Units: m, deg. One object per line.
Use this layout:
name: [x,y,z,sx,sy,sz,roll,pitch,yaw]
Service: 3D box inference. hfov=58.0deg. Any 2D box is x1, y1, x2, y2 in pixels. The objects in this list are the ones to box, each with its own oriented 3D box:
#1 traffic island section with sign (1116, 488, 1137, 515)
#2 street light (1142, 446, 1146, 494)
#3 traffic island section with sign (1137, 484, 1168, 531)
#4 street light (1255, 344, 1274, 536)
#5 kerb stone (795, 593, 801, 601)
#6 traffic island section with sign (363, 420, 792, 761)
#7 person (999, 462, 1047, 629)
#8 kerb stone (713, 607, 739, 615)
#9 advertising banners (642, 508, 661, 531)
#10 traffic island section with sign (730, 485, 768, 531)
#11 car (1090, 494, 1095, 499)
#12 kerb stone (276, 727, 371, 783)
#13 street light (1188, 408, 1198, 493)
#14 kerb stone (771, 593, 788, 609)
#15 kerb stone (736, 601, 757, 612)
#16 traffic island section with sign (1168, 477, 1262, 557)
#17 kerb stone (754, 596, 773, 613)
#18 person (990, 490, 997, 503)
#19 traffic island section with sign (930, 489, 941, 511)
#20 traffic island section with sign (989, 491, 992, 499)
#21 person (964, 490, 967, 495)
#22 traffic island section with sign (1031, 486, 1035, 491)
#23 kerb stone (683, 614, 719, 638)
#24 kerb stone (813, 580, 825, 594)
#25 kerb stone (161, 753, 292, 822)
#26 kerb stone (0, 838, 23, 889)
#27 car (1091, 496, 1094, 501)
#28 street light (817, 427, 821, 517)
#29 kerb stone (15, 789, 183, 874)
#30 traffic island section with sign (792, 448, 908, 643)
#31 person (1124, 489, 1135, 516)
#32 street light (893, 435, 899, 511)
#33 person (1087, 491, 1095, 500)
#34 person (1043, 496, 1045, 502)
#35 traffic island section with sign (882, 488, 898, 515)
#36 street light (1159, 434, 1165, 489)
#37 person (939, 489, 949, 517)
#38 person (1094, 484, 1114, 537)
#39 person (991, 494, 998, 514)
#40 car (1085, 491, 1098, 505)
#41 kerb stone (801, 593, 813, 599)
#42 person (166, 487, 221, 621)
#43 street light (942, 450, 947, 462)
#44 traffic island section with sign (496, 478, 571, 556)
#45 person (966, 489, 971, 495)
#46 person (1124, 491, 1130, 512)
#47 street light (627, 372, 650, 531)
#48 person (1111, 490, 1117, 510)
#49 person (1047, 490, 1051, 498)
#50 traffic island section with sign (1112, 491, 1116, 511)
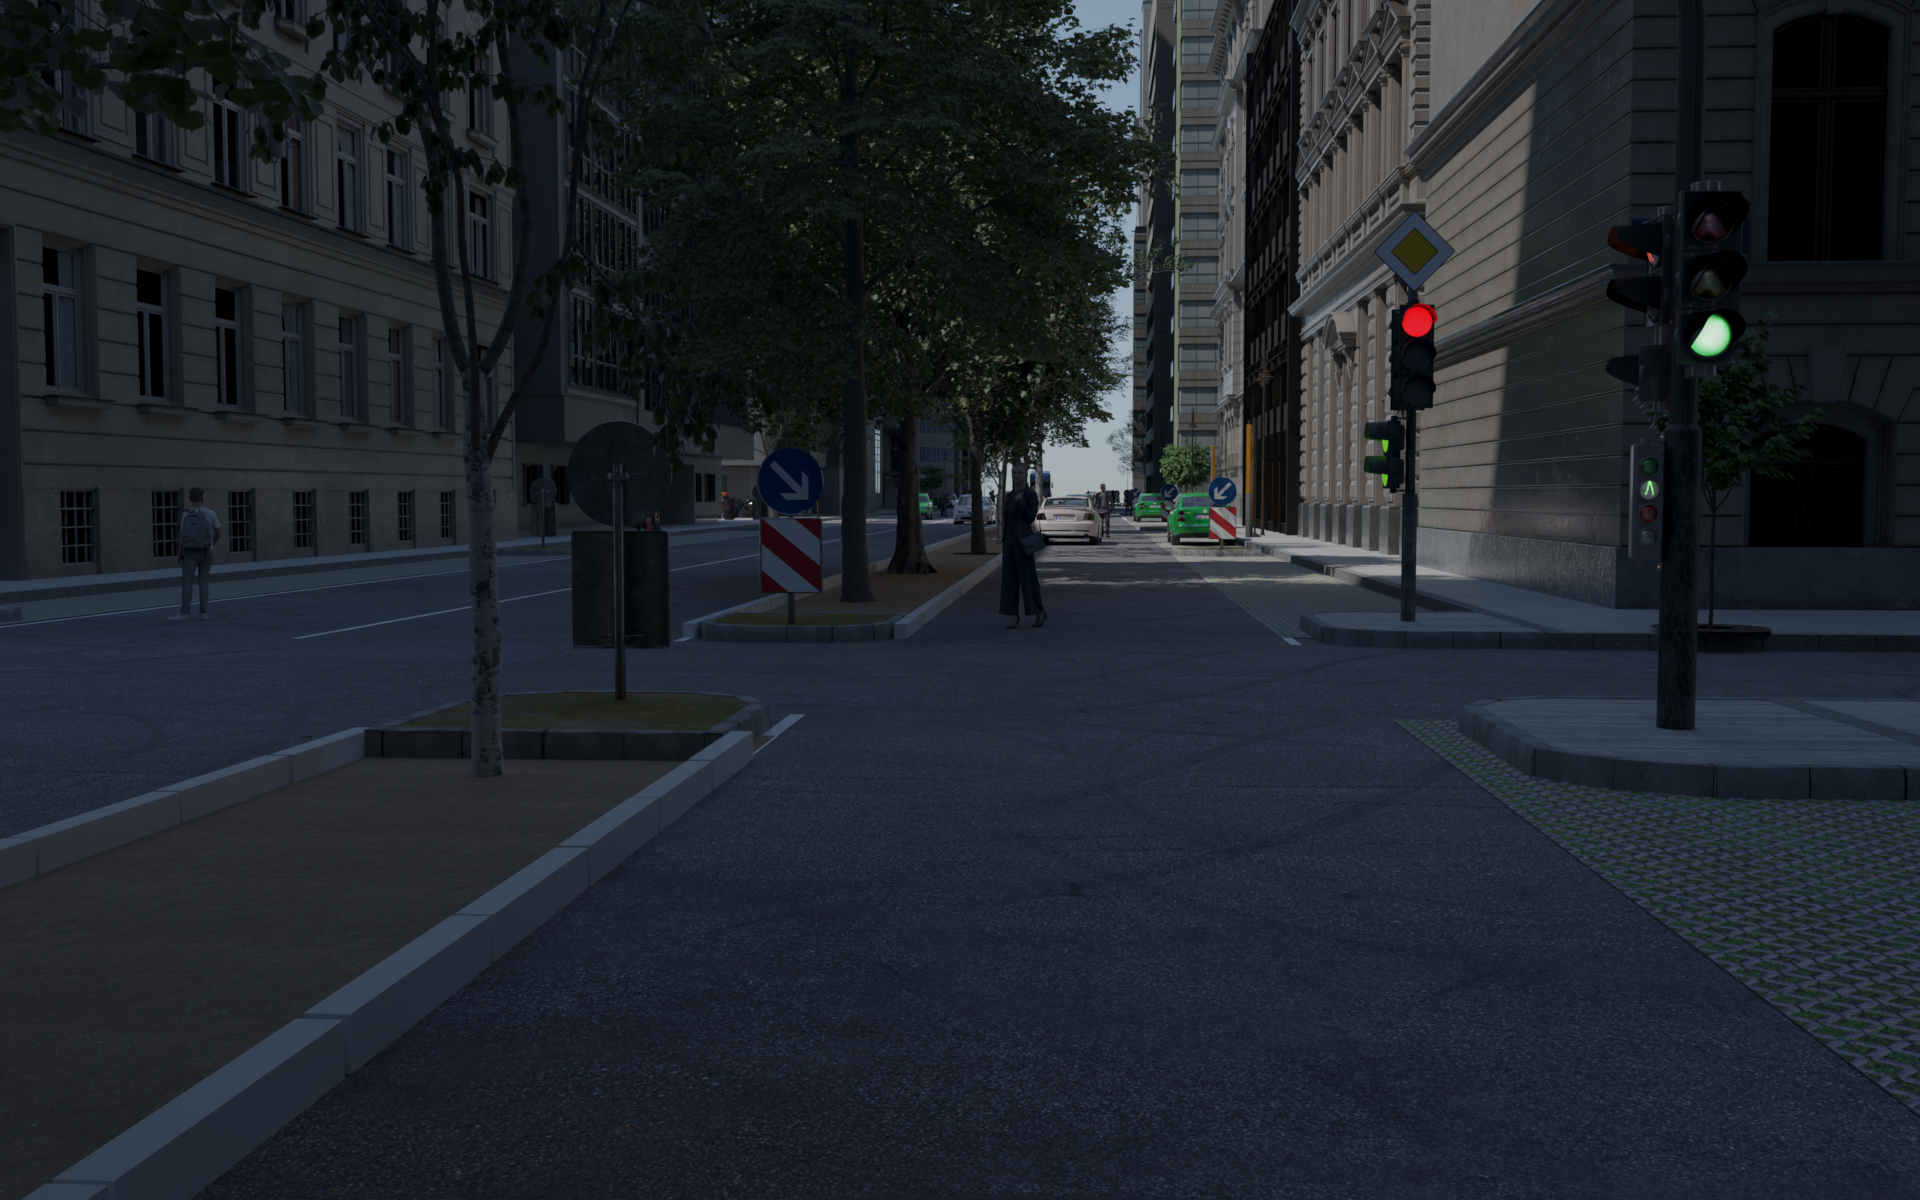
traffic island section with sign: [11.706,-6.593,116.423,1.989,1.847,2.006,0,4,4]
street light: [17.858,-11.922,167.706,0.468,5.910,1.993,0,4,4]
traffic island section with sign: [7.984,-3.584,67.229,1.989,1.847,2.006,0,4,4]
street light: [9.369,-4.934,53.452,0.468,5.910,1.993,0,4,4]
kerb stone: [-2.271,-0.036,22.815,0.120,0.150,1.000,0,4,4]
traffic island section with sign: [-2.177,-0.128,10.228,2.006,1.907,1.989,0,4,4]
person: [0.652,-0.589,18.557,0.576,1.772,0.534,2,4,29]
kerb stone: [-2.581,0.212,18.726,0.120,0.150,1.000,0,4,4]
advertising banners: [-10.232,-3.706,56.776,0.090,3.025,2.074,1,4,12]
traffic island section with sign: [-7.904,-3.643,68.188,1.989,1.847,2.006,0,4,4]
car: [15.646,-12.340,211.982,2.015,1.641,3.980,0,4,5]
kerb stone: [-3.303,0.806,9.028,0.120,0.150,1.000,0,4,4]
street light: [12.277,-7.258,91.461,0.468,5.910,1.993,0,4,4]
kerb stone: [-2.342,0.024,21.795,0.120,0.150,1.000,0,4,4]
kerb stone: [-2.500,0.150,19.749,0.120,0.150,1.000,0,4,4]
traffic island section with sign: [5.946,-1.940,40.350,1.989,1.847,2.006,0,4,4]
kerb stone: [-2.425,0.087,20.768,0.120,0.150,1.000,0,4,4]
person: [2.725,-7.863,137.776,0.721,1.736,1.217,-2,4,-29]
traffic island section with sign: [-2.138,-8.315,144.582,1.989,1.847,2.006,0,4,4]
traffic island section with sign: [4.155,-13.398,227.682,1.989,1.847,2.006,0,4,4]
person: [0.620,-8.406,146.653,0.721,1.743,1.217,1,4,18]
traffic island section with sign: [4.047,-5.162,92.540,2.006,1.907,1.989,0,4,4]
kerb stone: [-2.657,0.277,17.702,0.120,0.150,1.000,0,4,4]
kerb stone: [-2.112,-0.158,24.863,0.120,0.150,1.000,0,4,4]
kerb stone: [-3.388,0.868,7.996,0.120,0.150,1.000,0,4,4]
kerb stone: [-3.540,0.993,5.957,0.120,0.150,1.000,0,4,4]
car: [7.138,-5.522,102.280,2.014,1.417,4.499,0,4,6]
street light: [-7.824,-7.494,95.311,0.468,5.910,1.993,0,4,4]
kerb stone: [-3.462,0.933,6.976,0.120,0.150,1.000,0,4,4]
traffic island section with sign: [-1.609,-0.580,17.614,2.006,1.907,1.989,0,4,4]
person: [11.048,-6.371,113.118,0.683,1.767,0.568,0,4,-2]
street light: [-4.923,-9.847,133.778,0.468,5.910,1.993,0,4,4]
person: [11.080,-8.540,148.843,1.217,1.735,0.721,-2,4,-28]
person: [4.533,-5.599,100.056,0.705,1.823,1.348,-3,4,-36]
traffic island section with sign: [-4.179,-6.662,117.558,1.989,1.847,2.006,0,4,4]
street light: [15.097,-9.596,129.686,0.468,5.910,1.993,0,4,4]
person: [-0.978,-6.151,109.625,0.434,1.755,0.990,-3,4,-37]
person: [4.723,-2.932,56.837,0.661,1.777,0.834,0,4,-1]
person: [2.794,-7.006,123.763,1.217,1.743,0.721,1,4,11]
car: [17.677,-13.754,233.548,2.281,1.827,5.304,0,4,4]
kerb stone: [-2.196,-0.100,23.834,0.120,0.150,1.000,0,4,4]
person: [-8.671,-0.521,19.617,0.523,1.515,0.503,1,4,14]
street light: [-1.554,-12.565,178.220,0.468,5.910,1.993,0,4,4]
traffic island section with sign: [-9.980,-1.975,40.927,1.989,1.847,2.006,0,4,4]
person: [0.769,-8.119,141.332,1.350,1.814,0.705,-2,4,-34]
person: [13.590,-7.962,139.508,0.721,1.723,1.217,-2,4,-35]
street light: [-10.697,-5.182,57.506,0.468,5.910,1.993,0,4,4]
person: [13.505,-8.793,152.276,0.705,1.822,1.348,-1,4,-16]
person: [6.471,-7.128,125.955,0.530,1.710,0.541,0,4,-4]
traffic island section with sign: [13.760,-8.261,143.696,1.989,1.847,2.006,0,4,4]
